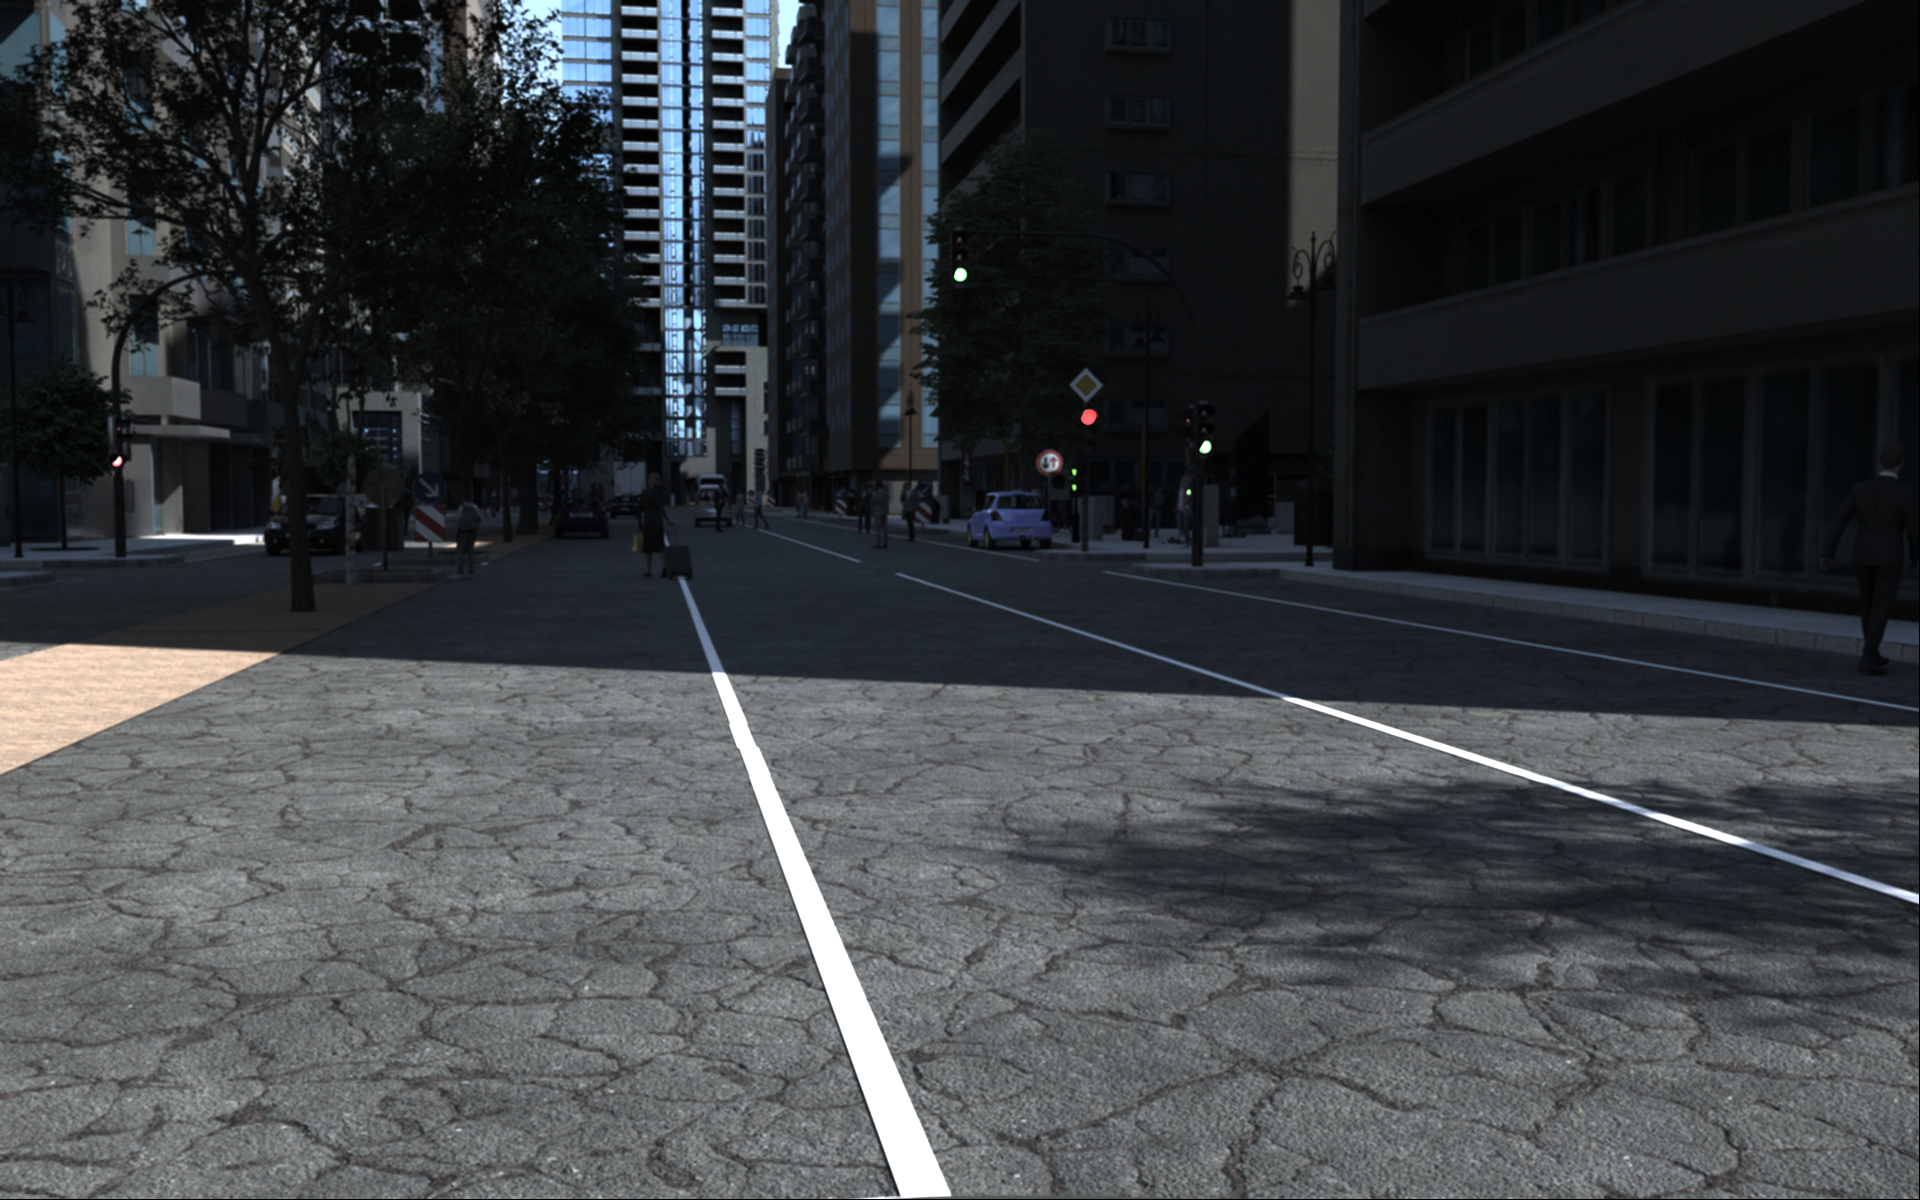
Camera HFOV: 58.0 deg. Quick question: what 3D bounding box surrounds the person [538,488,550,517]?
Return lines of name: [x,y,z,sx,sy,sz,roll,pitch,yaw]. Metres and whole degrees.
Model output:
person: [-26.009,-6.080,108.268,0.716,1.782,0.532,0,4,-7]

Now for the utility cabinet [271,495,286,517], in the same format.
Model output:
utility cabinet: [-31.974,-4.284,81.208,1.020,1.237,0.306,3,5,41]

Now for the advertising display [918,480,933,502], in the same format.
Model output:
advertising display: [-1.557,-4.441,77.825,0.123,1.923,0.974,3,4,36]

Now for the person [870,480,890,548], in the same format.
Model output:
person: [-2.144,-2.268,45.757,0.466,1.800,0.511,3,4,36]

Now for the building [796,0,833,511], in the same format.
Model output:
building: [-0.459,-29.056,129.696,22.147,44.769,28.867,-1,4,-10]

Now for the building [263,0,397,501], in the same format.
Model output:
building: [-47.616,-24.435,91.389,32.217,40.220,23.993,-1,4,-10]

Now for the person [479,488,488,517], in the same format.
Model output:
person: [-29.687,-6.074,107.828,0.654,1.822,0.581,1,4,10]

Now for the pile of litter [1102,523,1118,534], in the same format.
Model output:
pile of litter: [4.637,-2.591,56.327,1.176,0.858,1.719,3,4,37]

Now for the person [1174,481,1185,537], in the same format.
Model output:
person: [6.768,-2.779,52.488,0.522,1.701,0.512,1,4,10]

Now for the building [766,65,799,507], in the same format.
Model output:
building: [-12.677,-32.428,180.310,14.600,45.320,14.200,-1,4,-10]

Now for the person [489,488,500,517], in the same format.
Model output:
person: [-28.553,-5.980,106.241,0.622,1.834,0.822,0,4,-5]

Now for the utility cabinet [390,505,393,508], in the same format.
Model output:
utility cabinet: [-27.446,-4.479,81.908,1.173,1.500,0.318,0,4,3]

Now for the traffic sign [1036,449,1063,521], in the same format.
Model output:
traffic sign: [2.549,-3.014,49.388,0.768,2.556,0.104,0,4,-1]

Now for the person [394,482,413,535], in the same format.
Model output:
person: [-19.439,-3.194,60.494,0.659,1.850,0.755,-1,4,-17]

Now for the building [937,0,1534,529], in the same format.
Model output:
building: [11.192,-27.914,80.095,21.300,48.544,21.600,-1,4,-10]

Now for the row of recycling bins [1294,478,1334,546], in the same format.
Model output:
row of recycling bins: [10.103,-2.241,43.753,3.534,1.692,1.069,-1,4,-15]

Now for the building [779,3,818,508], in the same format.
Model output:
building: [-4.242,-32.994,159.068,23.786,49.044,30.456,-1,4,-10]

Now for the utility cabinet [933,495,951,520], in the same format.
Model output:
utility cabinet: [-0.969,-4.485,84.490,1.020,1.237,0.306,2,4,33]

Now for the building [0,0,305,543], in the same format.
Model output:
building: [-35.285,-26.633,55.062,23.786,49.044,30.456,-1,4,-10]

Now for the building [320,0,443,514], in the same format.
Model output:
building: [-47.849,-49.382,120.072,22.319,86.520,31.000,-1,4,-10]

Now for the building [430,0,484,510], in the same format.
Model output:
building: [-47.449,-30.269,145.016,14.600,45.320,14.200,-1,4,-10]

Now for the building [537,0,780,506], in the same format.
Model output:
building: [-34.457,-54.490,203.583,31.000,86.520,22.319,-1,4,-10]

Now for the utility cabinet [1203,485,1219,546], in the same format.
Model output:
utility cabinet: [6.020,-2.058,42.328,0.318,1.500,1.173,0,4,-7]

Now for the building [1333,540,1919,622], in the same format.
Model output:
building: [18.702,-24.217,19.650,21.300,48.544,21.600,-1,4,-10]

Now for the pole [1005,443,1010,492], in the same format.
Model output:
pole: [1.897,-4.612,69.242,0.158,3.312,0.155,0,3,0]

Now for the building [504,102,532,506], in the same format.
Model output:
building: [-56.031,-33.457,197.138,14.200,45.320,14.600,-1,4,-10]

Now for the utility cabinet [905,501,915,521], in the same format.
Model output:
utility cabinet: [-2.179,-4.419,83.413,0.306,1.237,1.020,3,5,42]

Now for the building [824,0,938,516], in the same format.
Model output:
building: [-0.694,-27.914,106.507,14.600,45.320,14.200,-1,4,-10]

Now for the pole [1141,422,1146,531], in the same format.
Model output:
pole: [5.228,-3.382,49.138,0.158,3.312,0.155,0,3,0]

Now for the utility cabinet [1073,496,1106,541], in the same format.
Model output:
utility cabinet: [3.536,-2.259,48.097,0.306,1.237,1.020,-2,4,-33]

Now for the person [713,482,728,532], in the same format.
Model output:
person: [-9.166,-3.580,66.394,0.474,1.900,0.648,1,4,14]

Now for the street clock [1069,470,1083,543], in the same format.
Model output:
street clock: [3.059,-2.514,45.670,0.358,2.002,0.471,-1,4,-9]

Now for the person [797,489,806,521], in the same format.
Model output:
person: [-8.511,-5.102,92.759,0.563,1.720,0.643,2,4,34]

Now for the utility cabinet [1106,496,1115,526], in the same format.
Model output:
utility cabinet: [5.025,-3.008,60.345,0.306,1.237,1.020,-1,4,-20]

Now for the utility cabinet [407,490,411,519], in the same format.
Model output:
utility cabinet: [-27.923,-4.800,87.164,0.318,1.500,1.173,-1,4,-8]

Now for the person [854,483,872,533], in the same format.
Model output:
person: [-3.535,-3.356,63.273,0.656,1.842,0.836,-2,4,-25]

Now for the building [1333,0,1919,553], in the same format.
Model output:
building: [23.007,-26.108,50.565,21.600,48.544,21.300,-1,4,-10]

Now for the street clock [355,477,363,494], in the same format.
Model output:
street clock: [-25.956,-4.295,74.787,0.358,2.002,0.471,0,4,-5]

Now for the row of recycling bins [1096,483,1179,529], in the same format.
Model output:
row of recycling bins: [6.597,-3.471,63.857,3.534,1.692,1.069,-2,4,-31]

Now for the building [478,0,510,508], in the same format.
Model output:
building: [-58.971,-38.316,168.466,28.212,58.520,21.231,-1,4,-10]

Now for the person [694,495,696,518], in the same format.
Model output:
person: [-15.162,-5.658,101.000,0.713,1.824,0.794,0,4,-5]

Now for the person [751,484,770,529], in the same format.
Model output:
person: [-8.137,-3.798,70.462,0.748,1.841,0.638,0,3,0]
